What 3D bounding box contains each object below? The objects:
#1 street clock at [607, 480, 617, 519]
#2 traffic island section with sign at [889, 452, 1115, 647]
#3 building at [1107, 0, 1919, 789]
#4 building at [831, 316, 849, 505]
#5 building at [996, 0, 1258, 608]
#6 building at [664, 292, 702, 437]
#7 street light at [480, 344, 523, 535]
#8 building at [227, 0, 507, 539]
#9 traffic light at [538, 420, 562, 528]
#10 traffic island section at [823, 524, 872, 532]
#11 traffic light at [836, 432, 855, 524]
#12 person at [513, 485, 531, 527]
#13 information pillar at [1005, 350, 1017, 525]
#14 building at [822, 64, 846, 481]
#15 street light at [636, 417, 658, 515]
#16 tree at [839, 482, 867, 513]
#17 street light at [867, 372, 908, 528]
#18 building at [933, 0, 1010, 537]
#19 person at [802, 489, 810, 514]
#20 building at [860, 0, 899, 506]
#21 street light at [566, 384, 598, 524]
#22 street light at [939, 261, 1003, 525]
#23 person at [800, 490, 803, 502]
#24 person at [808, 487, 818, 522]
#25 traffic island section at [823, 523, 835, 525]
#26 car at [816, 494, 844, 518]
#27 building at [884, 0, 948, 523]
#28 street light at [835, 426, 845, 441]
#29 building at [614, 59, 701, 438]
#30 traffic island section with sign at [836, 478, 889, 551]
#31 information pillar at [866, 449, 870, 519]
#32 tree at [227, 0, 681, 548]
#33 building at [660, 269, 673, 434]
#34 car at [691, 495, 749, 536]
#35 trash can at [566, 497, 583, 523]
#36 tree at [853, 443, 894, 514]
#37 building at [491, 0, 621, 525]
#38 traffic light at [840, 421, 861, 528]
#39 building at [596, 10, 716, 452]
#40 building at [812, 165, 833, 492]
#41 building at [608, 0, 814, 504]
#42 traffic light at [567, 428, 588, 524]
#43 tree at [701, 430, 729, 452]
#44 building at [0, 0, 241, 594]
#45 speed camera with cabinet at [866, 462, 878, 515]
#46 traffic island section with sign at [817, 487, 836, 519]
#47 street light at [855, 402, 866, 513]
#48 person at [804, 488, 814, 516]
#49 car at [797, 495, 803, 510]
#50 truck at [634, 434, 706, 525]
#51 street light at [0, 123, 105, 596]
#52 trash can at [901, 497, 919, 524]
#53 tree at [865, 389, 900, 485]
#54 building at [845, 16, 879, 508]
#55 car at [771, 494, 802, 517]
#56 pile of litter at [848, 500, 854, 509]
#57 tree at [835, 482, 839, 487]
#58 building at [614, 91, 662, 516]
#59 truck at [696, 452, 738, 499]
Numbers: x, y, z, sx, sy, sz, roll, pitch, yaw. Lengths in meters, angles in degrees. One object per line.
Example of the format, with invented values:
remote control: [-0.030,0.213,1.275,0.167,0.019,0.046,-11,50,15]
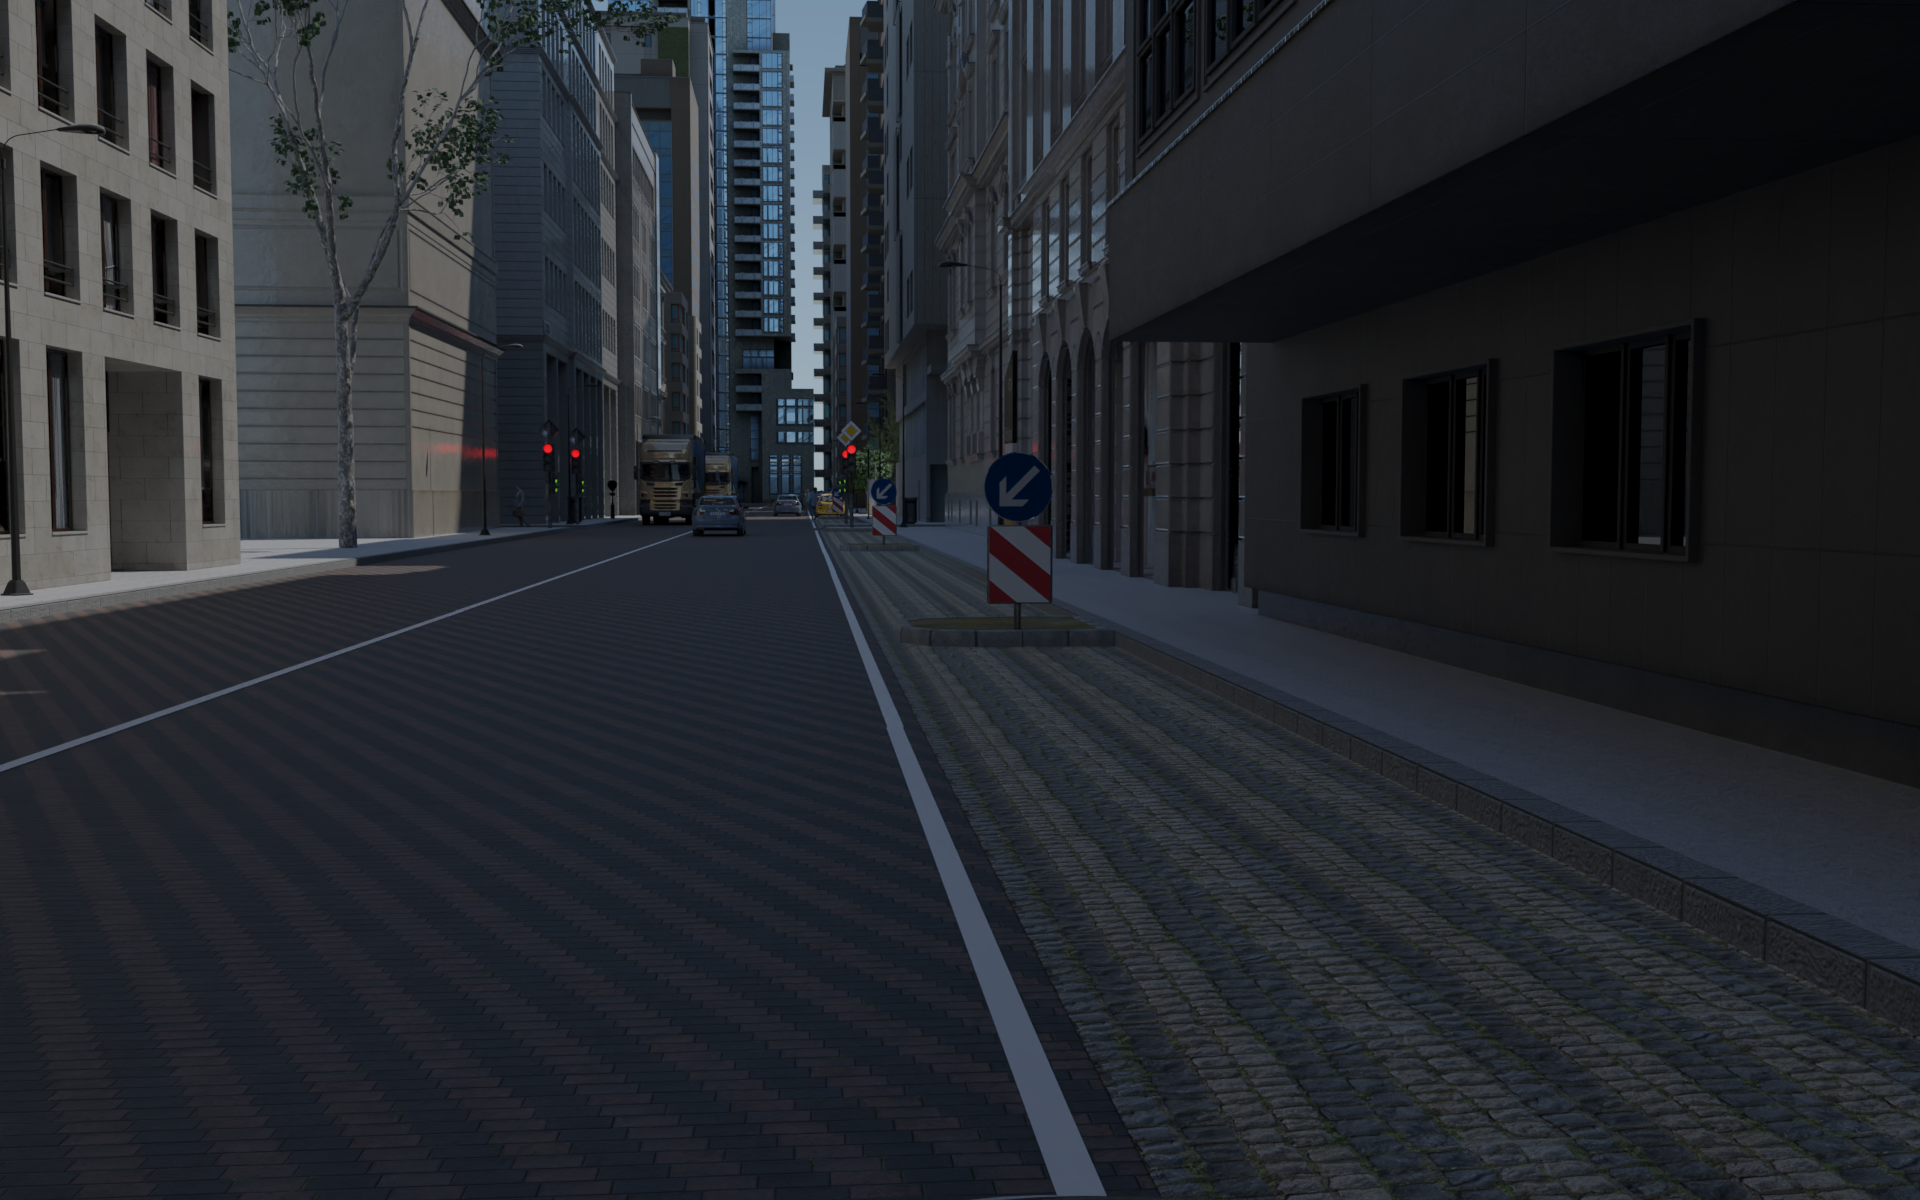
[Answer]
street clock: [-18.046,-5.221,89.938,0.471,2.002,0.358,-2,4,-30]
traffic island section with sign: [0.377,-0.516,17.058,1.989,1.847,2.006,0,4,-5]
building: [9.555,-13.012,6.250,14.314,27.812,24.014,0,4,-5]
building: [0.450,-20.748,184.274,27.650,21.520,28.899,0,4,-5]
building: [8.063,-11.557,30.755,13.314,21.916,24.055,0,4,-5]
building: [-38.833,-19.344,161.311,27.650,21.520,28.899,0,4,-5]
street light: [-14.227,-4.964,53.696,1.470,5.913,1.316,0,4,-5]
building: [-30.696,-13.591,55.497,30.059,22.955,16.112,0,4,-5]
traffic light: [-15.432,-4.663,65.156,0.839,4.253,0.868,0,4,-5]
traffic island section: [-4.128,-2.693,66.319,2.009,0.180,2.903,0,4,-5]
traffic light: [-4.898,-5.213,74.153,0.839,4.253,0.868,0,4,-5]
person: [-17.838,-3.766,70.194,0.853,1.813,0.709,-3,5,-42]
information pillar: [0.839,-2.268,28.440,0.183,3.616,0.504,-1,4,-14]
building: [-2.186,-38.076,211.776,28.713,52.752,27.495,0,4,-5]
street light: [-18.836,-8.050,104.162,1.470,5.913,1.316,0,4,-5]
tree: [-6.650,-7.384,115.335,1.663,3.219,1.824,0,3,0]
street light: [-2.702,-5.736,66.322,1.470,5.913,1.316,0,4,-5]
building: [6.625,-16.363,54.925,14.401,28.519,23.554,0,4,-5]
person: [-10.778,-6.891,121.444,0.520,1.790,0.573,-2,4,-31]
building: [3.523,-29.404,135.377,22.147,44.769,28.867,0,4,-5]
street light: [-15.944,-6.148,73.053,1.470,5.913,1.316,0,4,-5]
street light: [0.276,-3.803,34.719,1.470,5.913,1.316,0,4,-5]
person: [-15.541,-9.842,169.506,0.705,1.814,1.350,1,4,17]
person: [-7.539,-4.911,89.067,0.793,1.790,0.793,1,4,10]
traffic island section: [-4.857,-3.180,74.271,2.009,0.180,2.903,0,4,-5]
car: [-7.777,-5.717,103.698,2.015,1.641,3.980,0,4,-6]
building: [9.672,-30.543,88.623,27.495,52.752,28.713,0,4,-5]
street light: [-7.559,-8.898,118.019,1.470,5.913,1.316,0,4,-5]
building: [-34.787,-32.565,182.553,14.600,45.320,14.200,0,4,-5]
traffic island section with sign: [-2.069,-2.157,43.903,1.989,1.847,2.006,0,4,-5]
information pillar: [-4.736,-5.996,89.392,0.183,3.616,0.504,0,4,-6]
tree: [-13.221,-11.268,40.121,12.611,20.169,13.585,0,3,0]
building: [-28.403,-18.088,131.899,11.583,22.565,21.152,0,4,-5]
car: [-8.353,-2.949,60.218,2.014,1.417,4.499,0,4,-5]
trash can: [-16.971,-3.954,76.298,0.748,1.137,0.748,0,3,0]
tree: [-5.760,-7.811,111.417,4.285,4.588,4.351,0,3,0]
building: [-24.151,-18.883,86.234,11.434,29.767,29.804,0,4,-5]
traffic light: [-4.169,-4.727,66.201,0.839,4.253,0.868,0,4,-5]
building: [-44.210,-40.893,210.606,28.212,58.520,21.231,0,4,-5]
building: [-5.490,-38.252,245.035,30.456,49.044,23.786,0,4,-5]
building: [-36.028,-56.717,239.988,31.000,86.520,22.319,0,4,-5]
traffic light: [-16.161,-5.149,73.108,0.839,4.253,0.868,0,4,-5]
tree: [-28.345,-15.230,199.371,4.360,8.622,3.978,0,3,0]
building: [-17.570,-10.246,22.281,10.420,20.320,16.860,0,4,-5]
speed camera with cabinet: [-5.428,-6.861,106.512,0.660,3.252,2.038,0,4,-6]
traffic island section with sign: [-7.099,-5.513,98.768,1.989,1.847,2.006,0,4,-5]
street light: [-4.566,-7.009,87.143,1.470,5.913,1.316,0,4,-5]
person: [-9.963,-6.484,114.384,0.748,1.841,0.638,1,4,16]
car: [-15.457,-9.068,160.843,1.945,1.354,3.894,0,4,-5]
truck: [-13.849,-5.794,83.648,2.839,4.237,11.283,0,4,-5]
street light: [-11.422,-3.015,21.830,1.470,5.913,1.316,0,4,-5]
trash can: [-2.136,-3.808,73.914,0.748,1.137,0.748,0,3,0]
tree: [-4.296,-10.292,118.635,4.737,8.622,4.395,0,3,0]
building: [-3.520,-31.283,161.586,14.600,45.320,14.200,0,4,-5]
car: [-11.102,-6.066,111.182,2.014,1.417,4.499,0,4,-7]
pile of litter: [-9.449,-8.130,146.895,1.176,0.858,1.719,0,4,-6]
tree: [-9.957,-9.691,153.053,1.663,3.219,1.824,0,3,0]
building: [-26.146,-17.947,111.448,12.078,24.808,19.932,0,4,-5]
truck: [-16.682,-7.931,118.587,2.839,4.237,11.283,0,4,-5]
